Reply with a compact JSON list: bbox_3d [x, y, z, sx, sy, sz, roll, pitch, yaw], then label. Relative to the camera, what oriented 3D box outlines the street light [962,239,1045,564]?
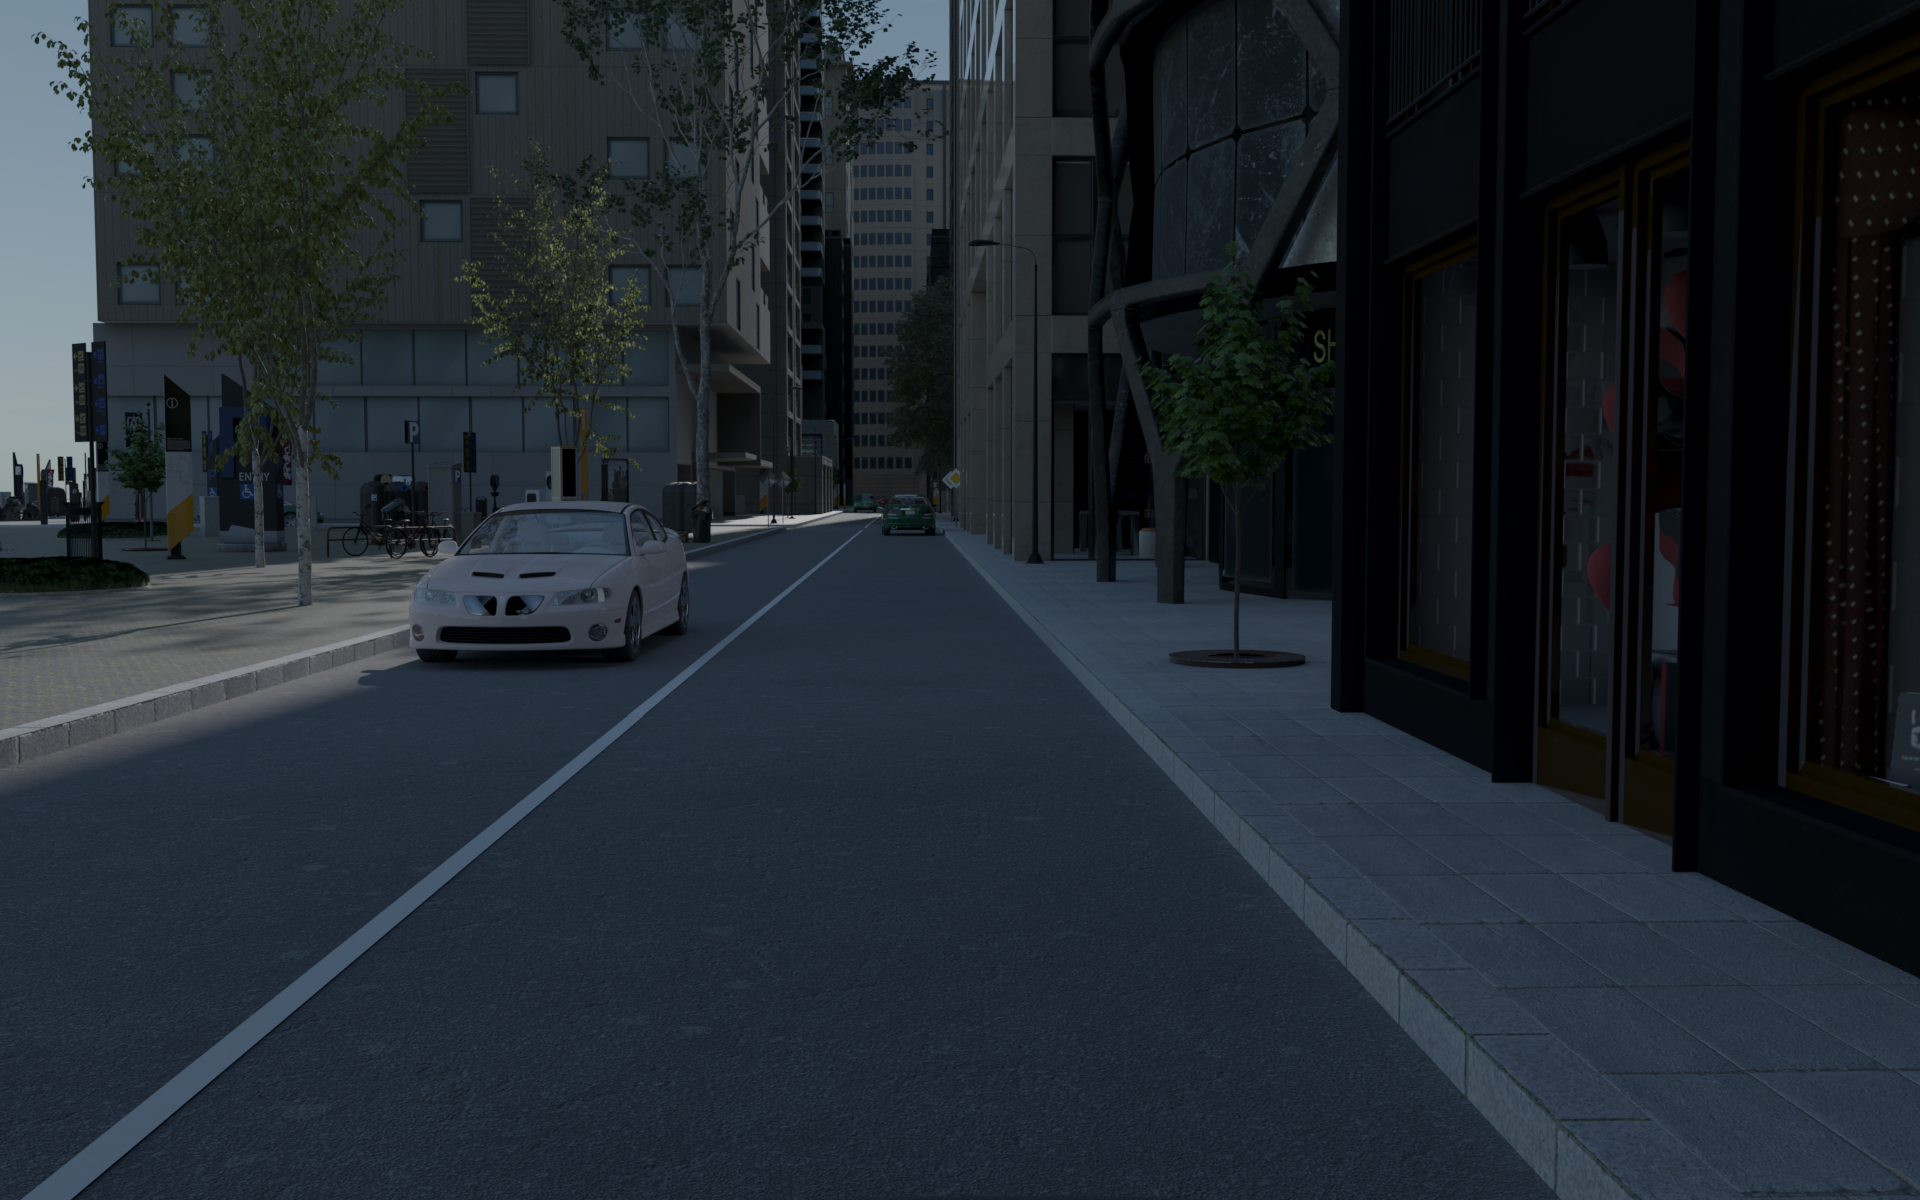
[{"bbox_3d":[0.843,-3.621,31.750,1.470,5.913,1.316,0,4,-2],"label":"street light"}]

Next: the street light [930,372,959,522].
[{"bbox_3d":[-0.290,-5.726,66.166,1.470,5.913,1.316,0,4,-2],"label":"street light"}]

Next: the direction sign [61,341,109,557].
[{"bbox_3d":[-12.990,-2.075,25.925,0.876,3.537,0.379,2,4,34],"label":"direction sign"}]

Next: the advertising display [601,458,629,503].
[{"bbox_3d":[-6.199,-1.588,31.176,0.123,1.923,0.974,1,4,12],"label":"advertising display"}]

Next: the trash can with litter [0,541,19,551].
[{"bbox_3d":[-22.474,-1.699,38.830,2.233,1.210,1.678,-1,4,-18],"label":"trash can with litter"}]

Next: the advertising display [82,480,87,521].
[{"bbox_3d":[-41.751,-4.736,82.645,0.123,1.923,0.974,-2,4,-24],"label":"advertising display"}]

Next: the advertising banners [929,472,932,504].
[{"bbox_3d":[-2.336,-8.615,137.048,0.090,3.025,2.074,0,4,-5],"label":"advertising banners"}]

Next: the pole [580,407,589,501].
[{"bbox_3d":[-8.860,-2.876,40.871,0.158,3.312,0.155,0,3,0],"label":"pole"}]

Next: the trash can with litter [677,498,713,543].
[{"bbox_3d":[-7.038,-2.088,45.532,1.055,1.170,0.624,0,4,8],"label":"trash can with litter"}]

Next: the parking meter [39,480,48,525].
[{"bbox_3d":[-38.636,-4.117,73.024,0.255,1.863,0.399,-2,4,-23],"label":"parking meter"}]

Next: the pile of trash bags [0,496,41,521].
[{"bbox_3d":[-45.200,-4.386,81.462,1.912,1.369,3.447,2,4,26],"label":"pile of trash bags"}]

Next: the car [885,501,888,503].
[{"bbox_3d":[-4.063,-6.302,115.620,1.945,1.354,3.894,0,4,-1],"label":"car"}]

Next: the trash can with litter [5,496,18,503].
[{"bbox_3d":[-50.498,-4.942,92.191,0.624,1.170,1.055,-2,4,-30],"label":"trash can with litter"}]

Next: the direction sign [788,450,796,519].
[{"bbox_3d":[-8.694,-5.966,89.543,0.379,3.537,0.876,-1,4,-16],"label":"direction sign"}]

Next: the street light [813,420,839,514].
[{"bbox_3d":[-8.589,-8.363,109.272,1.470,5.913,1.316,0,4,-2],"label":"street light"}]

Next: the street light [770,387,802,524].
[{"bbox_3d":[-7.534,-6.265,74.977,1.470,5.913,1.316,0,4,-2],"label":"street light"}]

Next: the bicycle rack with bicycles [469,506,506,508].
[{"bbox_3d":[-13.594,-2.290,50.818,2.925,0.926,2.852,2,4,25],"label":"bicycle rack with bicycles"}]

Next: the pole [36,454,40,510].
[{"bbox_3d":[-46.383,-5.711,87.220,0.158,3.312,0.155,0,3,0],"label":"pole"}]

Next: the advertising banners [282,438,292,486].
[{"bbox_3d":[-21.456,-3.521,53.754,0.090,3.025,2.074,2,4,27],"label":"advertising banners"}]

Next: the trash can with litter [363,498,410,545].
[{"bbox_3d":[-14.479,-1.979,43.744,0.624,1.170,1.055,3,4,38],"label":"trash can with litter"}]

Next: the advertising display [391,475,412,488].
[{"bbox_3d":[-18.940,-3.287,58.960,0.974,1.923,0.123,2,4,26],"label":"advertising display"}]

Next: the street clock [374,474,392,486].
[{"bbox_3d":[-21.115,-3.583,63.152,0.358,2.002,0.471,2,4,25],"label":"street clock"}]

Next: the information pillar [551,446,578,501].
[{"bbox_3d":[-6.129,-1.369,26.879,0.304,2.012,0.304,-3,5,-41],"label":"information pillar"}]

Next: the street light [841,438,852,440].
[{"bbox_3d":[-9.652,-10.460,143.566,1.470,5.913,1.316,0,4,-2],"label":"street light"}]

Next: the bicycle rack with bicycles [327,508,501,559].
[{"bbox_3d":[-11.500,-1.367,35.728,2.852,0.926,2.925,2,4,29],"label":"bicycle rack with bicycles"}]

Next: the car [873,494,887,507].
[{"bbox_3d":[-8.177,-9.713,167.847,2.155,1.783,4.494,0,4,-4],"label":"car"}]

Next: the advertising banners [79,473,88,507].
[{"bbox_3d":[-74.055,-9.139,145.615,0.090,3.025,2.074,1,4,19],"label":"advertising banners"}]

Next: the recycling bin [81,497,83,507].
[{"bbox_3d":[-67.531,-7.434,134.094,0.722,1.027,0.722,0,3,0],"label":"recycling bin"}]

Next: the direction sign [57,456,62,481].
[{"bbox_3d":[-53.686,-6.850,103.987,0.876,3.537,0.379,0,4,-2],"label":"direction sign"}]

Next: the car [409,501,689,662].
[{"bbox_3d":[-3.709,-0.241,16.305,2.083,1.381,4.827,0,4,0],"label":"car"}]

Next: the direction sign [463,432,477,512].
[{"bbox_3d":[-17.885,-4.359,63.261,0.379,3.537,0.876,1,4,14],"label":"direction sign"}]

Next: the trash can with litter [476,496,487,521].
[{"bbox_3d":[-16.209,-2.989,59.923,1.678,1.210,2.233,2,4,25],"label":"trash can with litter"}]

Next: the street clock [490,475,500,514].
[{"bbox_3d":[-17.722,-3.758,66.011,0.358,2.002,0.471,0,4,3],"label":"street clock"}]

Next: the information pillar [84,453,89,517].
[{"bbox_3d":[-49.501,-6.530,98.117,0.183,3.616,0.504,-2,4,-26],"label":"information pillar"}]

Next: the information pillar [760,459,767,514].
[{"bbox_3d":[-12.434,-7.221,109.418,0.504,3.616,0.183,-1,4,-9],"label":"information pillar"}]

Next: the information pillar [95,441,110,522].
[{"bbox_3d":[-31.727,-4.447,64.065,0.183,3.616,0.504,2,4,24],"label":"information pillar"}]

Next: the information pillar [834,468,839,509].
[{"bbox_3d":[-10.583,-9.598,148.284,0.504,3.616,0.183,-1,4,-11],"label":"information pillar"}]

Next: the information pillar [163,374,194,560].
[{"bbox_3d":[-15.347,-2.608,33.997,0.504,3.616,0.183,-2,4,-32],"label":"information pillar"}]

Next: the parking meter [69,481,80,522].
[{"bbox_3d":[-40.814,-4.534,79.835,0.399,1.863,0.255,-3,4,-39],"label":"parking meter"}]

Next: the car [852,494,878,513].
[{"bbox_3d":[-7.417,-7.734,135.240,1.959,1.807,4.718,0,4,-3],"label":"car"}]

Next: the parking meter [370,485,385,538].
[{"bbox_3d":[-15.844,-2.369,47.145,0.372,1.533,0.369,0,3,0],"label":"parking meter"}]

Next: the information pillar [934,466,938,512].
[{"bbox_3d":[-1.717,-8.044,122.873,0.183,3.616,0.504,-3,4,-36],"label":"information pillar"}]

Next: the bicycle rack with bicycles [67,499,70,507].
[{"bbox_3d":[-66.269,-7.145,130.196,2.852,0.926,2.925,-1,4,-18],"label":"bicycle rack with bicycles"}]

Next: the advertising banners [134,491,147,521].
[{"bbox_3d":[-29.909,-4.107,63.329,0.090,3.025,2.074,-3,5,-39],"label":"advertising banners"}]

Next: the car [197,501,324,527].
[{"bbox_3d":[-28.544,-3.608,70.794,4.920,1.459,2.131,0,4,-3],"label":"car"}]

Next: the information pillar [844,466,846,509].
[{"bbox_3d":[-9.671,-9.405,145.133,0.183,3.616,0.504,-1,4,-13],"label":"information pillar"}]

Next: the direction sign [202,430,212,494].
[{"bbox_3d":[-26.907,-4.280,61.980,0.379,3.537,0.876,-3,5,-45],"label":"direction sign"}]

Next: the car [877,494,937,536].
[{"bbox_3d":[-1.834,-3.013,61.062,2.131,1.459,4.920,0,4,-4],"label":"car"}]

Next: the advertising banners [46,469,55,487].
[{"bbox_3d":[-64.569,-7.659,121.413,2.074,3.025,0.090,-1,4,-17],"label":"advertising banners"}]
